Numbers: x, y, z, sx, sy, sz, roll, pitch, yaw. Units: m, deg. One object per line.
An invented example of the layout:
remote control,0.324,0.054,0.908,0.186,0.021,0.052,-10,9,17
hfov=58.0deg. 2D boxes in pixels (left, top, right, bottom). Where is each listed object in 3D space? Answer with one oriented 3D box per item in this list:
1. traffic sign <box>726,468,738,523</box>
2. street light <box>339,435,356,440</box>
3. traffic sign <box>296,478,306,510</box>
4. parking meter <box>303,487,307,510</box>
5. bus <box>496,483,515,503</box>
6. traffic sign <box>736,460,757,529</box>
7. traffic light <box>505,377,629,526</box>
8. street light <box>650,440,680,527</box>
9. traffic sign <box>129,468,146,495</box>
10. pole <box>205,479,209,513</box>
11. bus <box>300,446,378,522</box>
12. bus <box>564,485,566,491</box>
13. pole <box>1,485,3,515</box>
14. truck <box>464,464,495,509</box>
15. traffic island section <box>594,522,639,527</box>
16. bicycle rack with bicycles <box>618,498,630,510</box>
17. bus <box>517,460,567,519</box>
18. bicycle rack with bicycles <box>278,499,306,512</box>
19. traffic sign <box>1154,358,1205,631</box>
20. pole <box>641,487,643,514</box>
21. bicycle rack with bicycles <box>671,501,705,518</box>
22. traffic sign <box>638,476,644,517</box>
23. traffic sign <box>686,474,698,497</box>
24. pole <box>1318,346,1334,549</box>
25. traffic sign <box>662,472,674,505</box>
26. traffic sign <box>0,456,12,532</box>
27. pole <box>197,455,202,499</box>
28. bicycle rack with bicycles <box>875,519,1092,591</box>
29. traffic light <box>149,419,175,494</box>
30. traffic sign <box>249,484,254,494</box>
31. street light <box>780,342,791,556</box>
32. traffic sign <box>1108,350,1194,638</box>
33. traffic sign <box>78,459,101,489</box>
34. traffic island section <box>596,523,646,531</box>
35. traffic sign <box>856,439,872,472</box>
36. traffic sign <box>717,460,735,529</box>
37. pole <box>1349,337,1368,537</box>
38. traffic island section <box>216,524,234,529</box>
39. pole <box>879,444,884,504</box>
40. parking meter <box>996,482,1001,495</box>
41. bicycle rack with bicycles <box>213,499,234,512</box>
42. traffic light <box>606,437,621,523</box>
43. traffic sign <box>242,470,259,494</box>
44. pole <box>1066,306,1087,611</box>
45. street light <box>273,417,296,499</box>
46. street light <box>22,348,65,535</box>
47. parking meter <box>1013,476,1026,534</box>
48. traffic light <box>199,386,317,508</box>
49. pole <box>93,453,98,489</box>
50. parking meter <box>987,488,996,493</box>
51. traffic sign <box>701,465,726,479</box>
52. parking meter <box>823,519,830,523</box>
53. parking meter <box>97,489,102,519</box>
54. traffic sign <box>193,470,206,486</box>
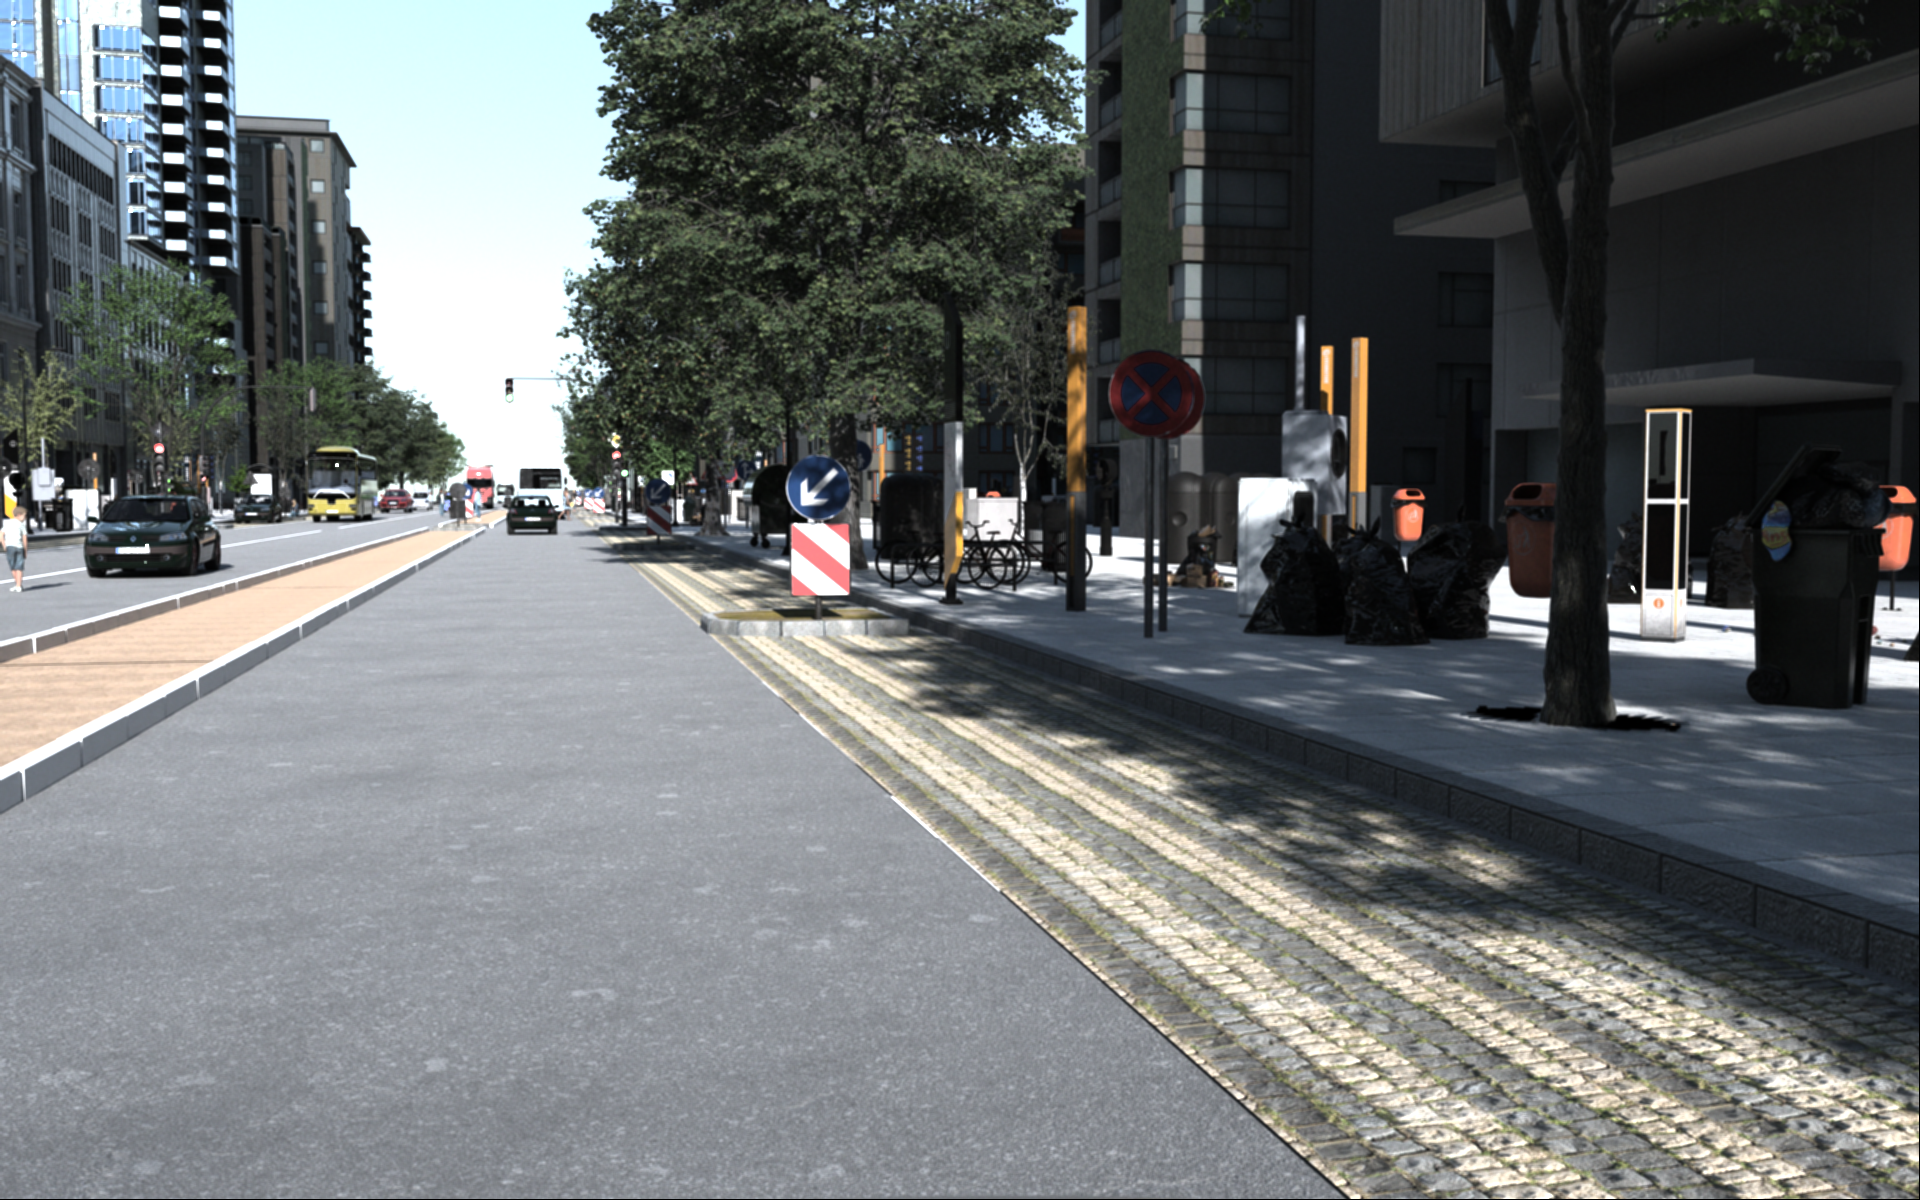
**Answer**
traffic sign,-10.220,-4.685,76.699,0.768,2.556,0.104,-1,4,-13
street light,-48.196,-10.012,136.233,1.470,5.913,1.316,-1,4,-13
traffic sign,-53.619,-8.610,140.881,0.768,2.556,0.104,0,4,-4
parking meter,-54.172,-8.410,143.219,0.255,1.863,0.399,-2,4,-30
bus,-71.406,-16.957,272.112,2.948,3.499,13.247,-1,4,-15
traffic sign,-7.903,-3.924,64.257,0.768,2.556,0.104,0,4,-6
traffic light,-15.323,-5.701,67.879,4.771,5.953,1.251,-1,4,-13
street light,-11.771,-5.846,68.125,1.470,5.913,1.316,-1,4,-13
traffic sign,-39.552,-5.088,83.289,0.768,2.556,0.104,0,4,-7
pole,-41.137,-6.158,94.519,0.158,3.312,0.155,0,3,0
bus,-32.870,-6.163,92.320,2.896,3.916,12.252,-1,4,-14
bus,-38.509,-10.286,163.029,2.948,3.499,13.247,-1,4,-14
pole,-32.854,-3.995,59.168,0.158,3.312,0.155,0,3,0
truck,-46.111,-10.861,166.488,2.839,4.237,11.283,-1,4,-14
traffic island section,-15.105,-3.310,76.393,2.009,0.180,2.903,-1,4,-13
bicycle rack with bicycles,-27.311,-7.865,141.980,2.852,0.926,2.925,-2,4,-26
bus,-24.733,-6.584,102.513,2.948,3.499,13.247,-1,4,-13
bicycle rack with bicycles,-48.256,-6.748,123.714,2.852,0.926,2.925,-2,4,-35
traffic sign,1.897,-0.980,16.125,0.768,2.556,0.104,-1,4,-12
pole,-20.660,-7.276,112.810,0.158,3.312,0.155,0,3,0
bicycle rack with bicycles,-13.945,-4.703,90.275,2.925,0.926,2.852,-2,4,-26
traffic sign,-17.947,-5.878,98.235,0.606,2.300,0.079,-1,4,-9
traffic sign,-15.826,-6.224,101.773,0.884,2.594,0.081,0,4,-5
pole,5.060,-1.842,23.952,0.158,3.312,0.155,0,3,0
traffic sign,-12.904,-4.568,76.821,0.606,2.300,0.079,0,4,-5
traffic sign,-32.272,-3.556,58.245,0.768,2.556,0.104,0,4,-6
pole,-39.295,-5.851,89.511,0.158,3.312,0.155,0,3,0
bicycle rack with bicycles,0.119,-0.660,24.168,2.925,0.926,2.852,1,4,22
traffic light,-29.762,-4.629,64.603,0.839,4.253,0.868,-1,4,-13
traffic sign,-46.705,-6.956,113.837,0.768,2.556,0.104,0,4,-6
street light,-4.105,-3.875,35.901,1.470,5.913,1.316,-1,4,-13
traffic sign,1.688,-0.937,15.423,0.768,2.556,0.104,0,4,-6
traffic sign,-31.298,-3.802,62.264,0.768,2.556,0.104,-1,4,-11
traffic island section,-13.266,-2.834,68.621,2.009,0.180,2.903,-1,4,-13
traffic sign,-2.431,-2.460,40.332,0.768,2.556,0.104,-1,4,-12
traffic sign,-8.611,-3.877,63.491,0.768,2.556,0.104,-1,4,-9
pole,5.216,-1.764,22.690,0.158,3.312,0.155,0,3,0
traffic island section,-31.642,-3.071,72.499,2.009,0.180,2.903,-1,4,-13
pole,-3.206,-4.712,70.888,0.158,3.312,0.155,0,3,0
parking meter,1.815,-4.623,81.297,0.255,1.863,0.399,0,3,0
bicycle rack with bicycles,-59.154,-7.630,138.140,2.852,0.926,2.925,1,4,15
traffic light,-15.146,-5.342,76.269,0.839,4.253,0.868,-1,4,-13
traffic sign,-38.894,-5.808,94.966,0.884,2.594,0.081,-1,4,-11
pole,1.274,-1.534,18.930,0.158,3.312,0.155,0,3,0
street light,-40.610,-8.048,104.119,1.470,5.913,1.316,-1,4,-13
street light,-29.044,-5.038,54.917,1.470,5.913,1.316,-1,4,-13
parking meter,1.923,-3.072,55.944,0.255,1.863,0.399,3,4,37
traffic light,-29.585,-6.007,72.887,4.771,5.953,1.251,-1,4,-13
pole,-42.913,-5.637,86.012,0.158,3.312,0.155,0,3,0
parking meter,1.309,-3.903,72.221,0.372,1.533,0.369,0,3,0
traffic sign,-8.814,-3.785,61.881,0.884,2.594,0.081,0,4,-6
parking meter,-3.394,-2.433,45.490,0.255,1.863,0.399,3,5,41
parking meter,-41.416,-4.569,83.108,0.372,1.533,0.369,0,3,0
traffic sign,-41.155,-5.717,93.479,0.884,2.594,0.081,0,4,-8
